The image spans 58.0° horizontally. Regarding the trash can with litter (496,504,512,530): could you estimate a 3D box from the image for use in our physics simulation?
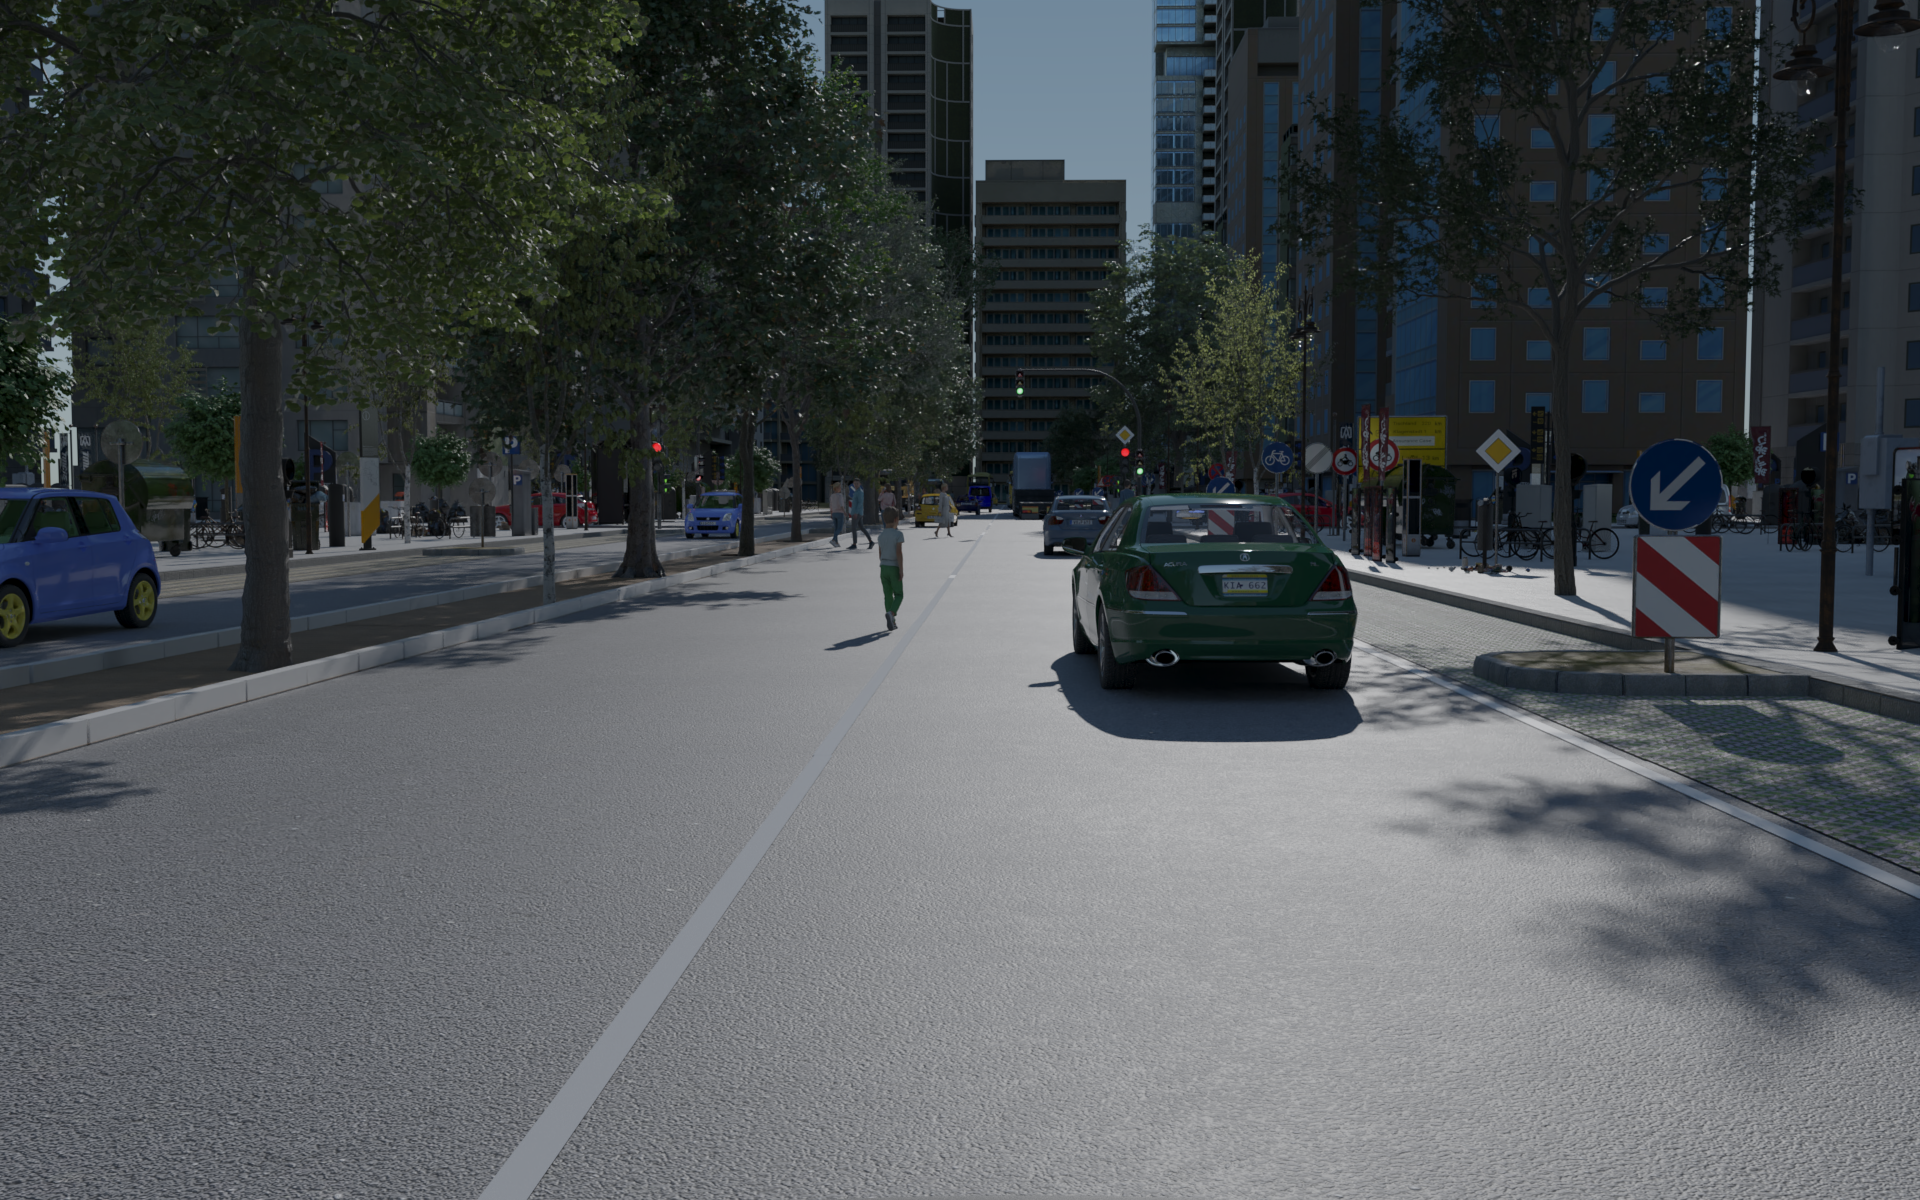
[{"bbox_3d":[-15.951,-3.080,61.751,1.055,1.170,0.624,-3,5,-42],"label":"trash can with litter"}]

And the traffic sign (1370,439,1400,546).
[{"bbox_3d":[9.606,-2.408,39.470,0.768,2.556,0.104,0,4,6],"label":"traffic sign"}]

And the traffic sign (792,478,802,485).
[{"bbox_3d":[-11.739,-7.621,124.717,0.768,2.556,0.104,0,4,4],"label":"traffic sign"}]

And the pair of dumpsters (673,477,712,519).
[{"bbox_3d":[-14.332,-5.504,92.489,1.574,2.255,4.437,0,4,2],"label":"pair of dumpsters"}]

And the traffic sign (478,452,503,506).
[{"bbox_3d":[-14.109,-3.175,52.017,0.768,2.556,0.104,0,4,6],"label":"traffic sign"}]

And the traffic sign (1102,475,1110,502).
[{"bbox_3d":[9.923,-7.113,116.398,0.768,2.556,0.104,1,4,10],"label":"traffic sign"}]

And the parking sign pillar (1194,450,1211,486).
[{"bbox_3d":[13.696,-6.619,96.700,1.447,3.967,1.447,-2,4,-35],"label":"parking sign pillar"}]

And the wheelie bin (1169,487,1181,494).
[{"bbox_3d":[9.936,-4.414,80.084,0.980,1.594,0.693,0,4,-6],"label":"wheelie bin"}]

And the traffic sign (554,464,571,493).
[{"bbox_3d":[-17.011,-4.523,74.049,0.768,2.556,0.104,0,4,5],"label":"traffic sign"}]

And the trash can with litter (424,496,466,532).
[{"bbox_3d":[-18.215,-2.980,59.786,1.678,1.210,2.233,-3,5,-42],"label":"trash can with litter"}]

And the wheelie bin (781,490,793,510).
[{"bbox_3d":[-13.653,-7.875,136.666,0.980,1.594,0.693,-1,4,-19],"label":"wheelie bin"}]

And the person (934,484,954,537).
[{"bbox_3d":[-0.535,-2.966,57.342,0.624,1.780,0.694,2,4,34],"label":"person"}]

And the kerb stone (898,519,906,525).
[{"bbox_3d":[-2.810,-3.760,83.664,0.120,0.150,1.000,0,4,2],"label":"kerb stone"}]

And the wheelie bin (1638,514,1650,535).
[{"bbox_3d":[20.775,-2.711,52.239,0.693,1.594,0.980,2,4,30],"label":"wheelie bin"}]

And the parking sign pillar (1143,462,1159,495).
[{"bbox_3d":[14.970,-9.001,135.632,1.447,3.967,1.447,3,5,44],"label":"parking sign pillar"}]

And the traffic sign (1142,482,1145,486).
[{"bbox_3d":[13.088,-7.409,121.244,0.768,2.556,0.104,0,4,2],"label":"traffic sign"}]

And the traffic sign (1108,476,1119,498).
[{"bbox_3d":[10.196,-6.994,114.461,0.768,2.556,0.104,1,4,11],"label":"traffic sign"}]

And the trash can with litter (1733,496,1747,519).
[{"bbox_3d":[40.155,-4.755,89.138,0.624,1.170,1.055,2,4,29],"label":"trash can with litter"}]

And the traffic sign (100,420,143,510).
[{"bbox_3d":[-14.396,-1.812,29.738,0.768,2.556,0.104,0,4,5],"label":"traffic sign"}]

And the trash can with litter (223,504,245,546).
[{"bbox_3d":[-17.953,-1.963,43.490,0.624,1.170,1.055,1,4,18],"label":"trash can with litter"}]

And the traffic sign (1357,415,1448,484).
[{"bbox_3d":[11.450,-3.123,44.941,2.265,3.308,0.079,1,4,9],"label":"traffic sign"}]

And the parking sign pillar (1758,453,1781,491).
[{"bbox_3d":[44.288,-6.502,94.775,1.447,3.967,1.447,-1,4,-14],"label":"parking sign pillar"}]

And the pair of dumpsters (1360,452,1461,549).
[{"bbox_3d":[10.976,-2.438,42.356,1.574,2.255,4.437,0,4,2],"label":"pair of dumpsters"}]

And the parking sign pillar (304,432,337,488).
[{"bbox_3d":[-27.803,-5.312,75.316,1.447,3.967,1.447,-1,4,-15],"label":"parking sign pillar"}]

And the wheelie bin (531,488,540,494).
[{"bbox_3d":[-20.884,-4.695,84.676,0.693,1.594,0.980,-2,4,-27],"label":"wheelie bin"}]

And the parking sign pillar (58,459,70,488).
[{"bbox_3d":[-68.385,-8.790,132.191,1.447,3.967,1.447,-1,4,-12],"label":"parking sign pillar"}]

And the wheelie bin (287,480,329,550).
[{"bbox_3d":[-14.960,-1.941,39.637,0.980,1.594,0.693,-1,4,-23],"label":"wheelie bin"}]

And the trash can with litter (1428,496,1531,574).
[{"bbox_3d":[8.568,-1.076,28.654,1.678,1.210,2.233,1,4,18],"label":"trash can with litter"}]

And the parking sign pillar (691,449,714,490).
[{"bbox_3d":[-15.438,-7.063,103.945,1.447,3.967,1.447,1,4,16],"label":"parking sign pillar"}]

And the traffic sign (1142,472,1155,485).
[{"bbox_3d":[10.714,-6.022,98.561,0.768,2.556,0.104,1,4,9],"label":"traffic sign"}]

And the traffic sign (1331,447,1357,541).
[{"bbox_3d":[10.458,-2.873,47.072,0.768,2.556,0.104,0,4,8],"label":"traffic sign"}]

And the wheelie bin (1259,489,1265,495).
[{"bbox_3d":[20.393,-6.555,115.081,0.693,1.594,0.980,-3,4,-37],"label":"wheelie bin"}]

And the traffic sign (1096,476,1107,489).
[{"bbox_3d":[10.100,-7.514,122.859,0.884,2.594,0.081,1,4,10],"label":"traffic sign"}]

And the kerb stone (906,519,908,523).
[{"bbox_3d":[-2.774,-3.820,84.685,0.120,0.150,1.000,0,4,2],"label":"kerb stone"}]

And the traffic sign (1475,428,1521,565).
[{"bbox_3d":[9.472,-1.796,30.544,0.795,2.450,0.064,0,4,6],"label":"traffic sign"}]

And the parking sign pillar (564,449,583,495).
[{"bbox_3d":[-19.081,-5.937,85.544,1.447,3.967,1.447,-2,4,-35],"label":"parking sign pillar"}]

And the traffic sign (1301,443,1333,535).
[{"bbox_3d":[8.872,-2.629,43.087,0.768,2.556,0.104,0,4,7],"label":"traffic sign"}]

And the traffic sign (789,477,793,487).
[{"bbox_3d":[-12.203,-7.761,127.004,0.768,2.556,0.104,0,4,7],"label":"traffic sign"}]

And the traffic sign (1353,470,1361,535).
[{"bbox_3d":[12.457,-3.291,53.917,0.768,2.556,0.104,0,4,3],"label":"traffic sign"}]

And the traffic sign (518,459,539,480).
[{"bbox_3d":[-15.604,-3.824,62.632,0.768,2.556,0.104,0,4,5],"label":"traffic sign"}]

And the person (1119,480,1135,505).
[{"bbox_3d":[4.565,-2.365,47.184,0.581,1.822,0.654,-1,4,-9],"label":"person"}]

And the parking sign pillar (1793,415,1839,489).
[{"bbox_3d":[29.241,-4.327,59.217,1.447,3.967,1.447,1,4,13],"label":"parking sign pillar"}]

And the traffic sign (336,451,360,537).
[{"bbox_3d":[-18.288,-3.159,51.760,0.768,2.556,0.104,0,4,5],"label":"traffic sign"}]

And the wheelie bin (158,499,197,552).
[{"bbox_3d":[-17.688,-1.894,38.872,0.980,1.594,0.693,-3,4,-38],"label":"wheelie bin"}]

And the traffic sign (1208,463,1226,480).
[{"bbox_3d":[10.632,-4.370,71.550,0.768,2.556,0.104,0,4,5],"label":"traffic sign"}]

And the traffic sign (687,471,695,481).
[{"bbox_3d":[-15.001,-5.948,97.348,0.768,2.556,0.104,0,4,7],"label":"traffic sign"}]

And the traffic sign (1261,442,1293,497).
[{"bbox_3d":[7.751,-2.585,42.370,0.768,2.556,0.104,0,4,5],"label":"traffic sign"}]

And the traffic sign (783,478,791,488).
[{"bbox_3d":[-13.901,-8.542,139.668,0.884,2.594,0.081,0,4,3],"label":"traffic sign"}]

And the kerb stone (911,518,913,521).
[{"bbox_3d":[-2.649,-4.073,88.786,0.120,0.150,1.000,0,4,2],"label":"kerb stone"}]

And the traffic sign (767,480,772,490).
[{"bbox_3d":[-14.045,-7.610,126.554,0.606,2.300,0.079,0,4,5],"label":"traffic sign"}]

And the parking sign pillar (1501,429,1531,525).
[{"bbox_3d":[23.127,-5.074,71.439,1.447,3.967,1.447,3,4,36],"label":"parking sign pillar"}]

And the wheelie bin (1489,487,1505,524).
[{"bbox_3d":[22.868,-4.012,73.497,0.693,1.594,0.980,2,4,32],"label":"wheelie bin"}]

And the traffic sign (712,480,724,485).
[{"bbox_3d":[-13.879,-6.059,99.172,0.768,2.556,0.104,1,4,10],"label":"traffic sign"}]
